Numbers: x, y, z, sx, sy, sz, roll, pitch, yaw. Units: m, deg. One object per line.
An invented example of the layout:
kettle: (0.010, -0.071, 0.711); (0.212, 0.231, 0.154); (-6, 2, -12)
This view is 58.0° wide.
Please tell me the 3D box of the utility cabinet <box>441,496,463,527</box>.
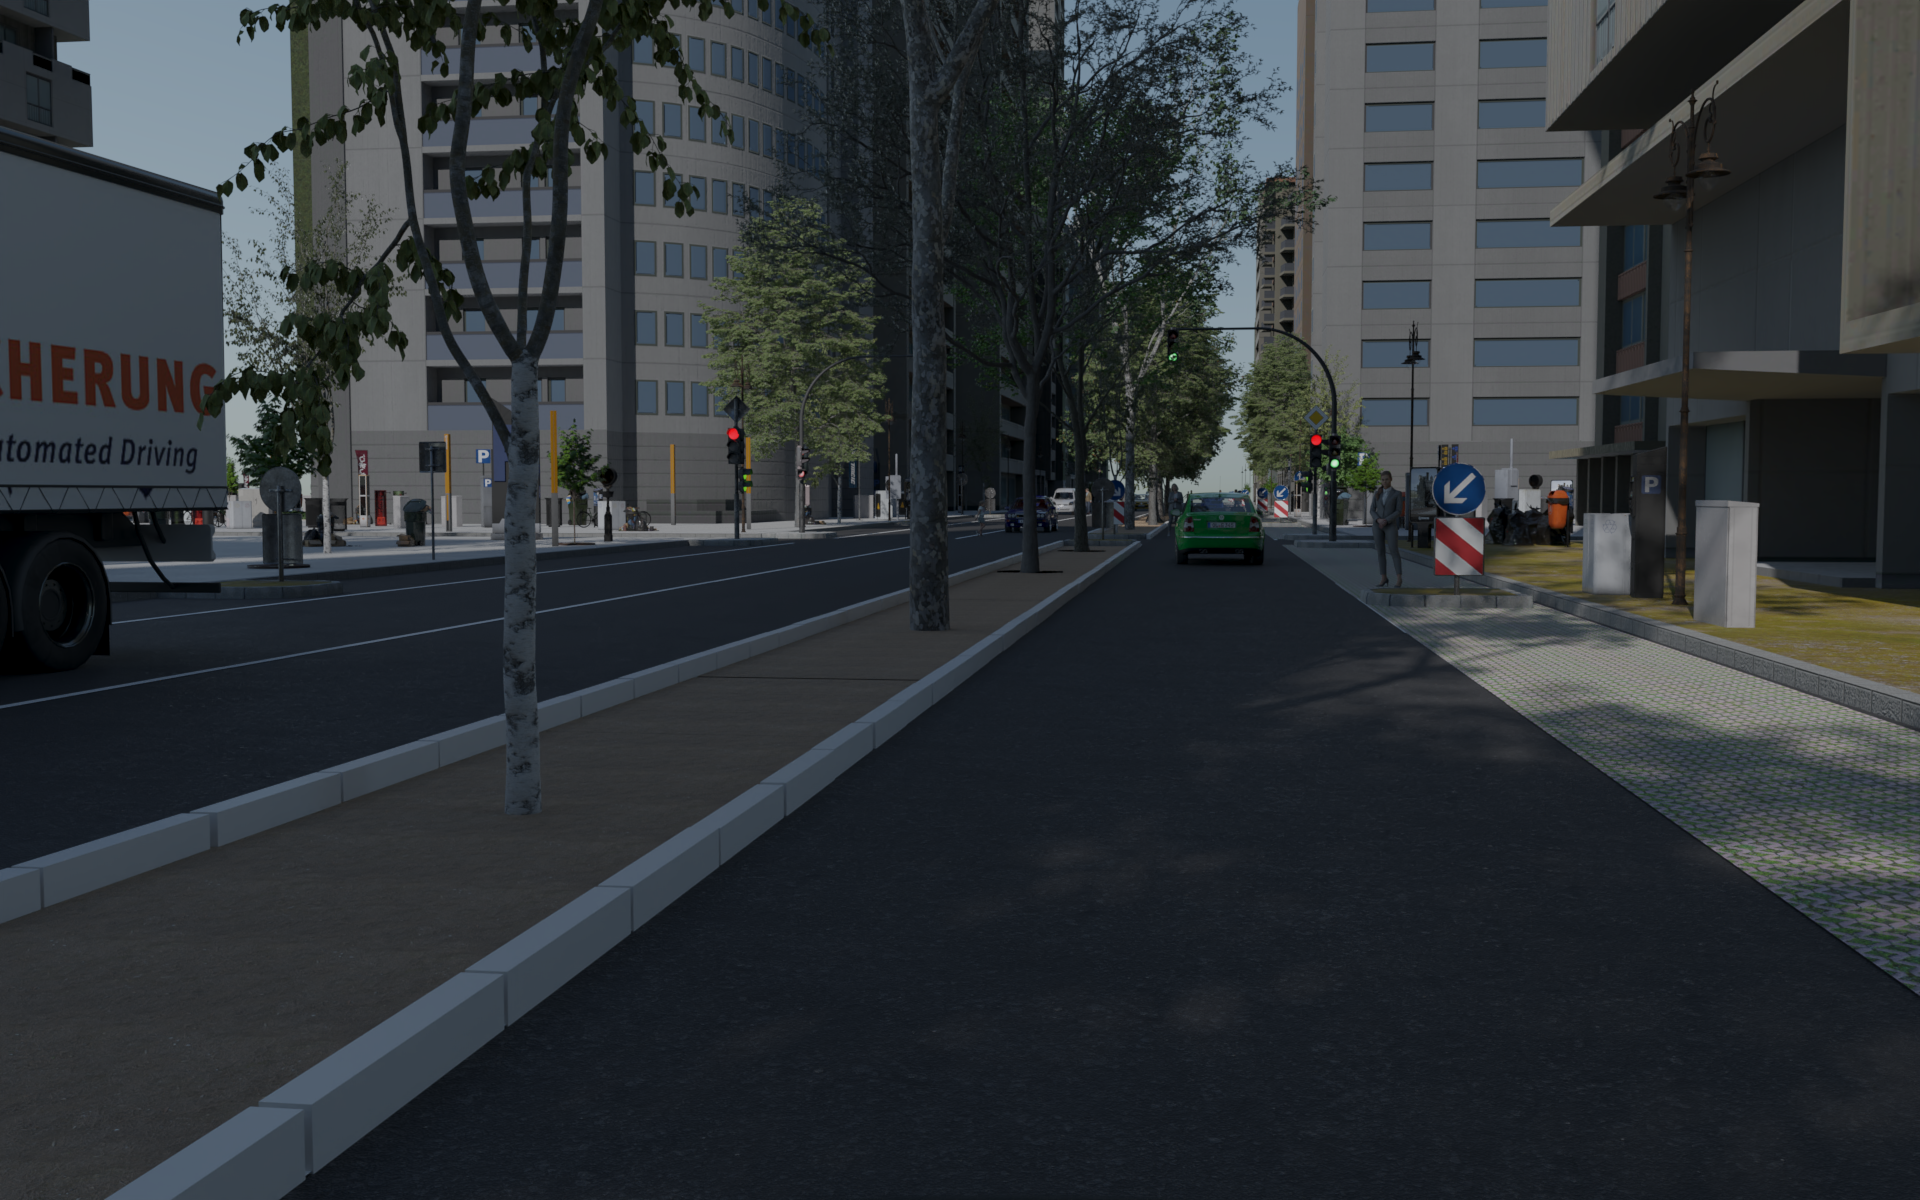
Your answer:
utility cabinet: (-19.932, -3.472, 67.922); (1.020, 1.237, 0.306); (3, 5, 39)

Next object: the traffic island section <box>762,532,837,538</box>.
traffic island section: (-5.245, -2.144, 57.339); (2.009, 0.180, 2.903); (1, 4, 8)

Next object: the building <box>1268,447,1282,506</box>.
building: (45.077, -53.317, 184.408); (22.319, 86.520, 31.000); (1, 4, 8)

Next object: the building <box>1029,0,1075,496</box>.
building: (5.197, -48.187, 226.104); (20.563, 71.187, 20.611); (1, 4, 8)

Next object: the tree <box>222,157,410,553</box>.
tree: (-13.901, -5.306, 37.108); (4.360, 8.622, 3.978); (0, 3, 0)

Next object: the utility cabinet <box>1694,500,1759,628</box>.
utility cabinet: (7.560, -0.363, 17.098); (0.306, 1.237, 1.020); (0, 4, 7)

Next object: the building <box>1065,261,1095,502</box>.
building: (2.922, -34.127, 249.865); (32.217, 40.220, 23.993); (1, 4, 8)

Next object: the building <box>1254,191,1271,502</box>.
building: (55.261, -38.868, 259.190); (21.300, 48.544, 21.600); (1, 4, 8)

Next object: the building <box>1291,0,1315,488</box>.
building: (34.993, -30.145, 142.975); (14.600, 45.320, 14.200); (1, 4, 8)

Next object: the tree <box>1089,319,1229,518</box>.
tree: (13.096, -12.465, 112.921); (9.857, 13.997, 8.962); (0, 3, 0)

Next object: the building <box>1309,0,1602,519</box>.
building: (31.334, -34.169, 100.659); (21.231, 58.520, 28.212); (1, 4, 8)

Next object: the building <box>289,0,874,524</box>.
building: (-17.370, -33.277, 86.082); (21.231, 58.520, 28.212); (1, 4, 8)

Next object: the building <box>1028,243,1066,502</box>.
building: (4.503, -26.007, 196.916); (14.160, 30.474, 14.107); (1, 4, 8)

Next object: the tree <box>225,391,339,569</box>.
tree: (-11.982, -2.171, 30.101); (1.663, 3.219, 1.824); (0, 3, 0)

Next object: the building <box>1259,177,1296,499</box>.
building: (51.869, -35.414, 233.639); (22.147, 44.769, 28.867); (1, 4, 8)

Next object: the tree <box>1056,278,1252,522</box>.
tree: (9.805, -10.261, 87.238); (9.611, 12.733, 9.660); (0, 3, 0)

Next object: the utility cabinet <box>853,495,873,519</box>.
utility cabinet: (-5.082, -4.883, 91.006); (1.020, 1.237, 0.306); (-1, 4, -19)

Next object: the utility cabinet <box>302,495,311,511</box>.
utility cabinet: (-34.188, -4.910, 91.446); (1.020, 1.237, 0.306); (1, 4, 18)

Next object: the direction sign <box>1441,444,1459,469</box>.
direction sign: (22.283, -5.313, 78.858); (0.379, 3.537, 0.876); (-3, 5, -41)

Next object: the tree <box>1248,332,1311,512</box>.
tree: (22.661, -12.472, 122.039); (7.486, 12.596, 7.792); (0, 3, 0)

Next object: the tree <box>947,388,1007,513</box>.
tree: (1.463, -10.363, 119.803); (4.360, 8.622, 3.978); (0, 3, 0)

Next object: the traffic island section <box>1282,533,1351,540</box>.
traffic island section: (11.276, -1.999, 54.962); (2.009, 0.180, 2.903); (1, 4, 8)

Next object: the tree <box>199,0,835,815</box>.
tree: (-1.961, -3.358, 7.730); (4.737, 8.622, 4.395); (0, 3, 0)

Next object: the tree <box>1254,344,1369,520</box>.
tree: (18.034, -8.312, 86.264); (4.737, 8.622, 4.395); (0, 3, 0)

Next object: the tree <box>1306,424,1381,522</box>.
tree: (18.044, -5.974, 81.388); (4.285, 4.588, 4.351); (0, 3, 0)

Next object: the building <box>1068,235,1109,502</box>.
building: (15.572, -35.716, 267.558); (14.154, 41.232, 14.086); (1, 4, 8)

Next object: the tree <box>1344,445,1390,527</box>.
tree: (15.876, -4.477, 67.797); (1.663, 3.219, 1.824); (0, 3, 0)

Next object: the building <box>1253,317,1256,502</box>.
building: (54.274, -30.996, 278.477); (14.160, 30.474, 14.107); (1, 4, 8)

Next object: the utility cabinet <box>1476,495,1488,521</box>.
utility cabinet: (25.215, -4.438, 83.729); (0.306, 1.237, 1.020); (2, 4, 31)

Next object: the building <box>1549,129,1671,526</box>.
building: (37.680, -25.006, 63.479); (28.867, 44.769, 22.147); (1, 4, 8)

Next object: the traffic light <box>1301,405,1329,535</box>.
traffic light: (11.238, -4.033, 54.853); (0.839, 4.253, 0.868); (1, 4, 8)

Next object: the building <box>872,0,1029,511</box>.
building: (-6.003, -31.808, 143.770); (21.300, 48.544, 21.600); (1, 4, 8)

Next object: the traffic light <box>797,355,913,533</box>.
traffic light: (-3.124, -5.032, 56.935); (4.771, 5.953, 1.251); (1, 4, 8)

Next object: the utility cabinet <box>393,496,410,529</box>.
utility cabinet: (-20.904, -3.286, 64.893); (0.306, 1.237, 1.020); (0, 4, 2)

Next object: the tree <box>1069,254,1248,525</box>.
tree: (8.882, -9.668, 78.653); (7.486, 12.596, 7.792); (0, 3, 0)

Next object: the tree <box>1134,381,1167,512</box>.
tree: (10.853, -8.752, 95.906); (4.737, 8.622, 4.395); (0, 3, 0)

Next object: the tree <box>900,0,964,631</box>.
tree: (0.761, -9.677, 16.566); (12.611, 20.169, 13.585); (0, 3, 0)

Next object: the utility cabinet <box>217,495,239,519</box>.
utility cabinet: (-37.214, -4.703, 88.056); (1.020, 1.237, 0.306); (0, 4, 5)

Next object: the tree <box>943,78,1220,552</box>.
tree: (2.910, -6.995, 42.589); (9.928, 11.665, 9.643); (0, 3, 0)

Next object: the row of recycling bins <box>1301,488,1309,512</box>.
row of recycling bins: (24.900, -7.236, 125.413); (1.069, 1.692, 3.534); (1, 4, 9)

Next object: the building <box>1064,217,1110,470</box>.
building: (16.906, -38.617, 281.504); (14.600, 45.320, 14.200); (1, 4, 8)

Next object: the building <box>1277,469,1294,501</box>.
building: (40.300, -44.095, 159.197); (20.563, 71.187, 20.611); (1, 4, 8)

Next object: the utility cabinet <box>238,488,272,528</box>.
utility cabinet: (-26.570, -3.464, 65.310); (1.173, 1.500, 0.318); (0, 4, 7)

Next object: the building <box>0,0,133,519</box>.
building: (-57.521, -29.882, 77.806); (27.495, 52.752, 28.713); (1, 4, 8)

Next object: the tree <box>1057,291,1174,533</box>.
tree: (5.396, -6.534, 59.655); (4.360, 8.622, 3.978); (0, 3, 0)

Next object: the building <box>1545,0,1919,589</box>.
building: (23.331, -26.315, 19.491); (28.713, 52.752, 27.495); (1, 4, 8)

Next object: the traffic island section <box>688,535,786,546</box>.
traffic island section: (-6.384, -1.661, 49.435); (2.009, 0.180, 2.903); (1, 4, 8)

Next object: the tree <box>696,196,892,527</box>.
tree: (-6.644, -9.099, 66.888); (7.486, 12.596, 7.792); (0, 3, 0)

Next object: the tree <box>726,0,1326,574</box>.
tree: (1.258, -7.234, 31.099); (12.009, 13.543, 11.850); (0, 3, 0)

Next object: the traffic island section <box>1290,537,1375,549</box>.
traffic island section: (10.137, -1.515, 47.058); (2.009, 0.180, 2.903); (1, 4, 8)

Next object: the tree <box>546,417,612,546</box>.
tree: (-9.597, -3.000, 43.645); (1.663, 3.219, 1.824); (0, 3, 0)

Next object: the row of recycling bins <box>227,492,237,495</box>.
row of recycling bins: (-47.526, -6.570, 114.528); (1.069, 1.692, 3.534); (2, 4, 28)
